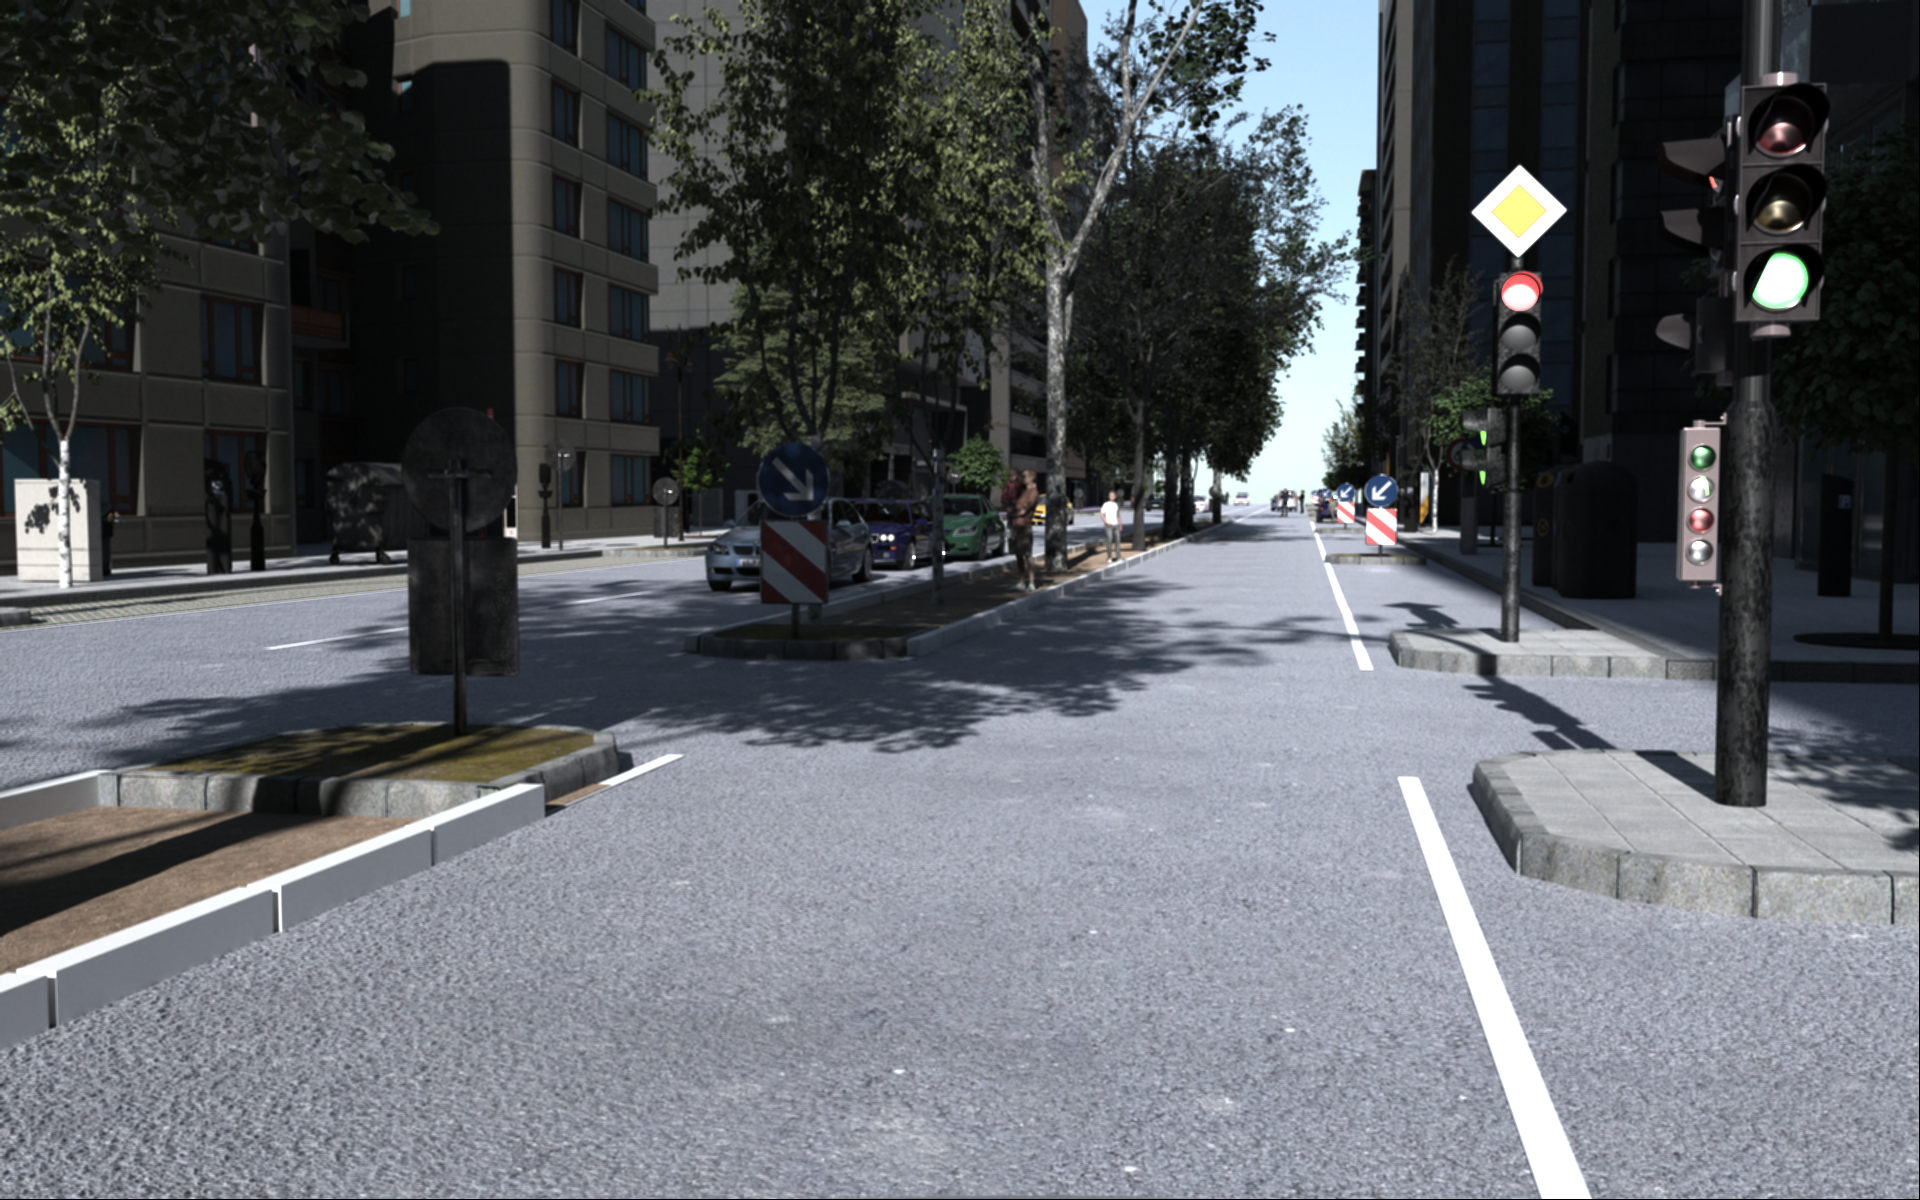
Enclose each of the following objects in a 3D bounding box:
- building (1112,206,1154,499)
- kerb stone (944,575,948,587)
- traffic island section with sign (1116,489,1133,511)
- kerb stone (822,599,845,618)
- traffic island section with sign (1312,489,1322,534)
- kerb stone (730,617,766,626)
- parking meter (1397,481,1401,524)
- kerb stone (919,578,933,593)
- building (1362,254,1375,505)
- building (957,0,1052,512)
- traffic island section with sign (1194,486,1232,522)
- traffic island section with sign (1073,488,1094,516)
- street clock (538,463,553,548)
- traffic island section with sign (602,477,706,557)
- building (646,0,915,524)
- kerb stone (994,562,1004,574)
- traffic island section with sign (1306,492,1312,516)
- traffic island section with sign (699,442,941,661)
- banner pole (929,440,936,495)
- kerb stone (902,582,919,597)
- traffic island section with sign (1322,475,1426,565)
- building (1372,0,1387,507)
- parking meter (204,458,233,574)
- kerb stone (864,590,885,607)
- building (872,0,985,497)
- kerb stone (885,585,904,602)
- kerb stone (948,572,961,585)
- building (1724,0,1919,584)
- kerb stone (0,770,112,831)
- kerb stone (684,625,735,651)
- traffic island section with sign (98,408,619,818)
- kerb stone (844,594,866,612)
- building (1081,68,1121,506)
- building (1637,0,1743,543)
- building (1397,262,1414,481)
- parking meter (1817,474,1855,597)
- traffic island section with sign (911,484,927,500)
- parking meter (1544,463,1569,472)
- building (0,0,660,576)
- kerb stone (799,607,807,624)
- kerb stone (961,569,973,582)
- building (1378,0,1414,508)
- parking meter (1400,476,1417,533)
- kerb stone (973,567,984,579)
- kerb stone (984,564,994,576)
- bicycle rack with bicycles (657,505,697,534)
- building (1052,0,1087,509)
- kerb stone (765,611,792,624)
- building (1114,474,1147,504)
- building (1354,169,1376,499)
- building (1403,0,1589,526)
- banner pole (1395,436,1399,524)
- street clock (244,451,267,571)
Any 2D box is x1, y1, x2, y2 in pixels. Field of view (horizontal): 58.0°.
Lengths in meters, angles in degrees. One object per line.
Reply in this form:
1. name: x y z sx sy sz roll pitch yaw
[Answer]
1. building: 19.408 -34.026 239.912 14.154 41.232 14.086 1 4 11
2. kerb stone: -0.372 -0.248 26.250 0.120 0.150 1.000 1 4 11
3. traffic island section with sign: 13.199 -8.189 142.525 1.989 1.847 2.006 1 4 11
4. kerb stone: -1.557 0.125 20.224 0.120 0.150 1.000 1 4 11
5. traffic island section with sign: 13.980 -3.345 63.324 1.989 1.847 2.006 1 4 11
6. kerb stone: -2.161 0.305 17.215 0.120 0.150 1.000 1 4 11
7. parking meter: 18.762 -4.138 73.370 0.255 1.863 0.399 2 4 24
8. kerb stone: -0.578 -0.186 25.249 0.120 0.150 1.000 1 4 11
9. building: 55.600 -26.665 207.670 14.160 30.474 14.107 1 4 11
10. building: -5.027 -31.136 132.767 21.300 48.544 21.600 1 4 11
11. traffic island section with sign: 13.168 -4.984 89.631 2.006 1.907 1.989 1 4 11
12. traffic island section with sign: 7.920 -6.552 115.755 1.989 1.847 2.006 1 4 11
13. street clock: -9.790 -2.223 40.910 0.358 2.002 0.471 0 4 -8
14. traffic island section with sign: -6.975 -1.923 40.062 1.989 1.847 2.006 1 4 11
15. building: -13.148 -39.444 83.163 20.563 71.187 20.611 1 4 11
16. kerb stone: 0.613 -0.555 31.276 0.120 0.150 1.000 1 4 11
17. traffic island section with sign: 23.762 -6.381 112.956 1.989 1.847 2.006 1 4 11
18. traffic island section with sign: -1.341 -0.475 15.901 2.006 1.907 1.989 1 4 11
19. banner pole: -1.198 -5.507 80.061 0.863 3.779 0.401 3 5 42
20. kerb stone: -0.771 -0.125 24.246 0.120 0.150 1.000 1 4 11
21. traffic island section with sign: 8.605 -1.673 35.978 1.989 1.847 2.006 1 4 11
22. building: 55.241 -39.349 185.360 21.231 58.520 28.212 1 4 11
23. parking meter: -11.922 -1.356 27.886 0.399 1.863 0.255 -1 4 -17
24. kerb stone: -1.172 -0.002 22.231 0.120 0.150 1.000 1 4 11
25. building: -13.510 -31.810 109.333 28.713 52.752 27.495 1 4 11
26. kerb stone: -0.961 -0.064 23.235 0.120 0.150 1.000 1 4 11
27. kerb stone: -0.183 -0.308 27.265 0.120 0.150 1.000 1 4 11
28. building: 27.893 -24.807 25.210 30.456 49.044 23.786 1 4 11
29. kerb stone: -4.063 0.895 7.565 0.120 0.150 1.000 1 4 11
30. kerb stone: -2.351 0.368 16.211 0.120 0.150 1.000 1 4 11
31. traffic island section with sign: -2.781 -0.030 8.635 2.006 1.907 1.989 1 4 11
32. kerb stone: -1.371 0.065 21.229 0.120 0.150 1.000 1 4 11
33. building: 6.059 -35.167 194.596 23.786 49.044 30.456 1 4 11
34. building: 25.420 -17.041 50.326 14.160 30.474 14.107 1 4 11
35. building: 45.735 -16.894 121.255 27.650 21.520 28.899 1 4 11
36. parking meter: 10.993 -0.815 21.739 0.372 1.533 0.369 0 3 0
37. traffic island section with sign: -1.645 -3.578 67.126 1.989 1.847 2.006 1 4 11
38. parking meter: 11.178 -1.637 32.474 0.399 1.863 0.255 3 4 38
39. building: -25.818 -12.085 42.636 27.650 21.520 28.899 1 4 11
40. kerb stone: -1.763 0.182 19.222 0.120 0.150 1.000 1 4 11
41. kerb stone: 0.015 -0.371 28.267 0.120 0.150 1.000 1 4 11
42. building: 46.944 -31.937 145.877 21.300 48.544 21.600 1 4 11
43. parking meter: 14.989 -3.177 57.662 0.399 1.863 0.255 2 4 26
44. kerb stone: 0.220 -0.433 29.269 0.120 0.150 1.000 1 4 11
45. kerb stone: 0.412 -0.494 30.274 0.120 0.150 1.000 1 4 11
46. bicycle rack with bicycles: -9.879 -2.641 56.568 2.852 0.926 2.925 0 4 -6
47. building: 3.185 -30.541 149.463 14.600 45.320 14.200 1 4 11
48. kerb stone: -1.961 0.245 18.217 0.120 0.150 1.000 1 4 11
49. building: 7.360 -32.442 222.304 32.217 40.220 23.993 1 4 11
50. building: 63.379 -35.042 227.566 22.147 44.769 28.867 1 4 11
51. building: 26.819 -25.903 73.621 14.600 45.320 14.200 1 4 11
52. banner pole: 18.850 -5.177 74.655 0.401 3.779 0.863 1 4 21
53. street clock: -11.799 -1.497 29.050 0.358 2.002 0.471 -3 4 -39
